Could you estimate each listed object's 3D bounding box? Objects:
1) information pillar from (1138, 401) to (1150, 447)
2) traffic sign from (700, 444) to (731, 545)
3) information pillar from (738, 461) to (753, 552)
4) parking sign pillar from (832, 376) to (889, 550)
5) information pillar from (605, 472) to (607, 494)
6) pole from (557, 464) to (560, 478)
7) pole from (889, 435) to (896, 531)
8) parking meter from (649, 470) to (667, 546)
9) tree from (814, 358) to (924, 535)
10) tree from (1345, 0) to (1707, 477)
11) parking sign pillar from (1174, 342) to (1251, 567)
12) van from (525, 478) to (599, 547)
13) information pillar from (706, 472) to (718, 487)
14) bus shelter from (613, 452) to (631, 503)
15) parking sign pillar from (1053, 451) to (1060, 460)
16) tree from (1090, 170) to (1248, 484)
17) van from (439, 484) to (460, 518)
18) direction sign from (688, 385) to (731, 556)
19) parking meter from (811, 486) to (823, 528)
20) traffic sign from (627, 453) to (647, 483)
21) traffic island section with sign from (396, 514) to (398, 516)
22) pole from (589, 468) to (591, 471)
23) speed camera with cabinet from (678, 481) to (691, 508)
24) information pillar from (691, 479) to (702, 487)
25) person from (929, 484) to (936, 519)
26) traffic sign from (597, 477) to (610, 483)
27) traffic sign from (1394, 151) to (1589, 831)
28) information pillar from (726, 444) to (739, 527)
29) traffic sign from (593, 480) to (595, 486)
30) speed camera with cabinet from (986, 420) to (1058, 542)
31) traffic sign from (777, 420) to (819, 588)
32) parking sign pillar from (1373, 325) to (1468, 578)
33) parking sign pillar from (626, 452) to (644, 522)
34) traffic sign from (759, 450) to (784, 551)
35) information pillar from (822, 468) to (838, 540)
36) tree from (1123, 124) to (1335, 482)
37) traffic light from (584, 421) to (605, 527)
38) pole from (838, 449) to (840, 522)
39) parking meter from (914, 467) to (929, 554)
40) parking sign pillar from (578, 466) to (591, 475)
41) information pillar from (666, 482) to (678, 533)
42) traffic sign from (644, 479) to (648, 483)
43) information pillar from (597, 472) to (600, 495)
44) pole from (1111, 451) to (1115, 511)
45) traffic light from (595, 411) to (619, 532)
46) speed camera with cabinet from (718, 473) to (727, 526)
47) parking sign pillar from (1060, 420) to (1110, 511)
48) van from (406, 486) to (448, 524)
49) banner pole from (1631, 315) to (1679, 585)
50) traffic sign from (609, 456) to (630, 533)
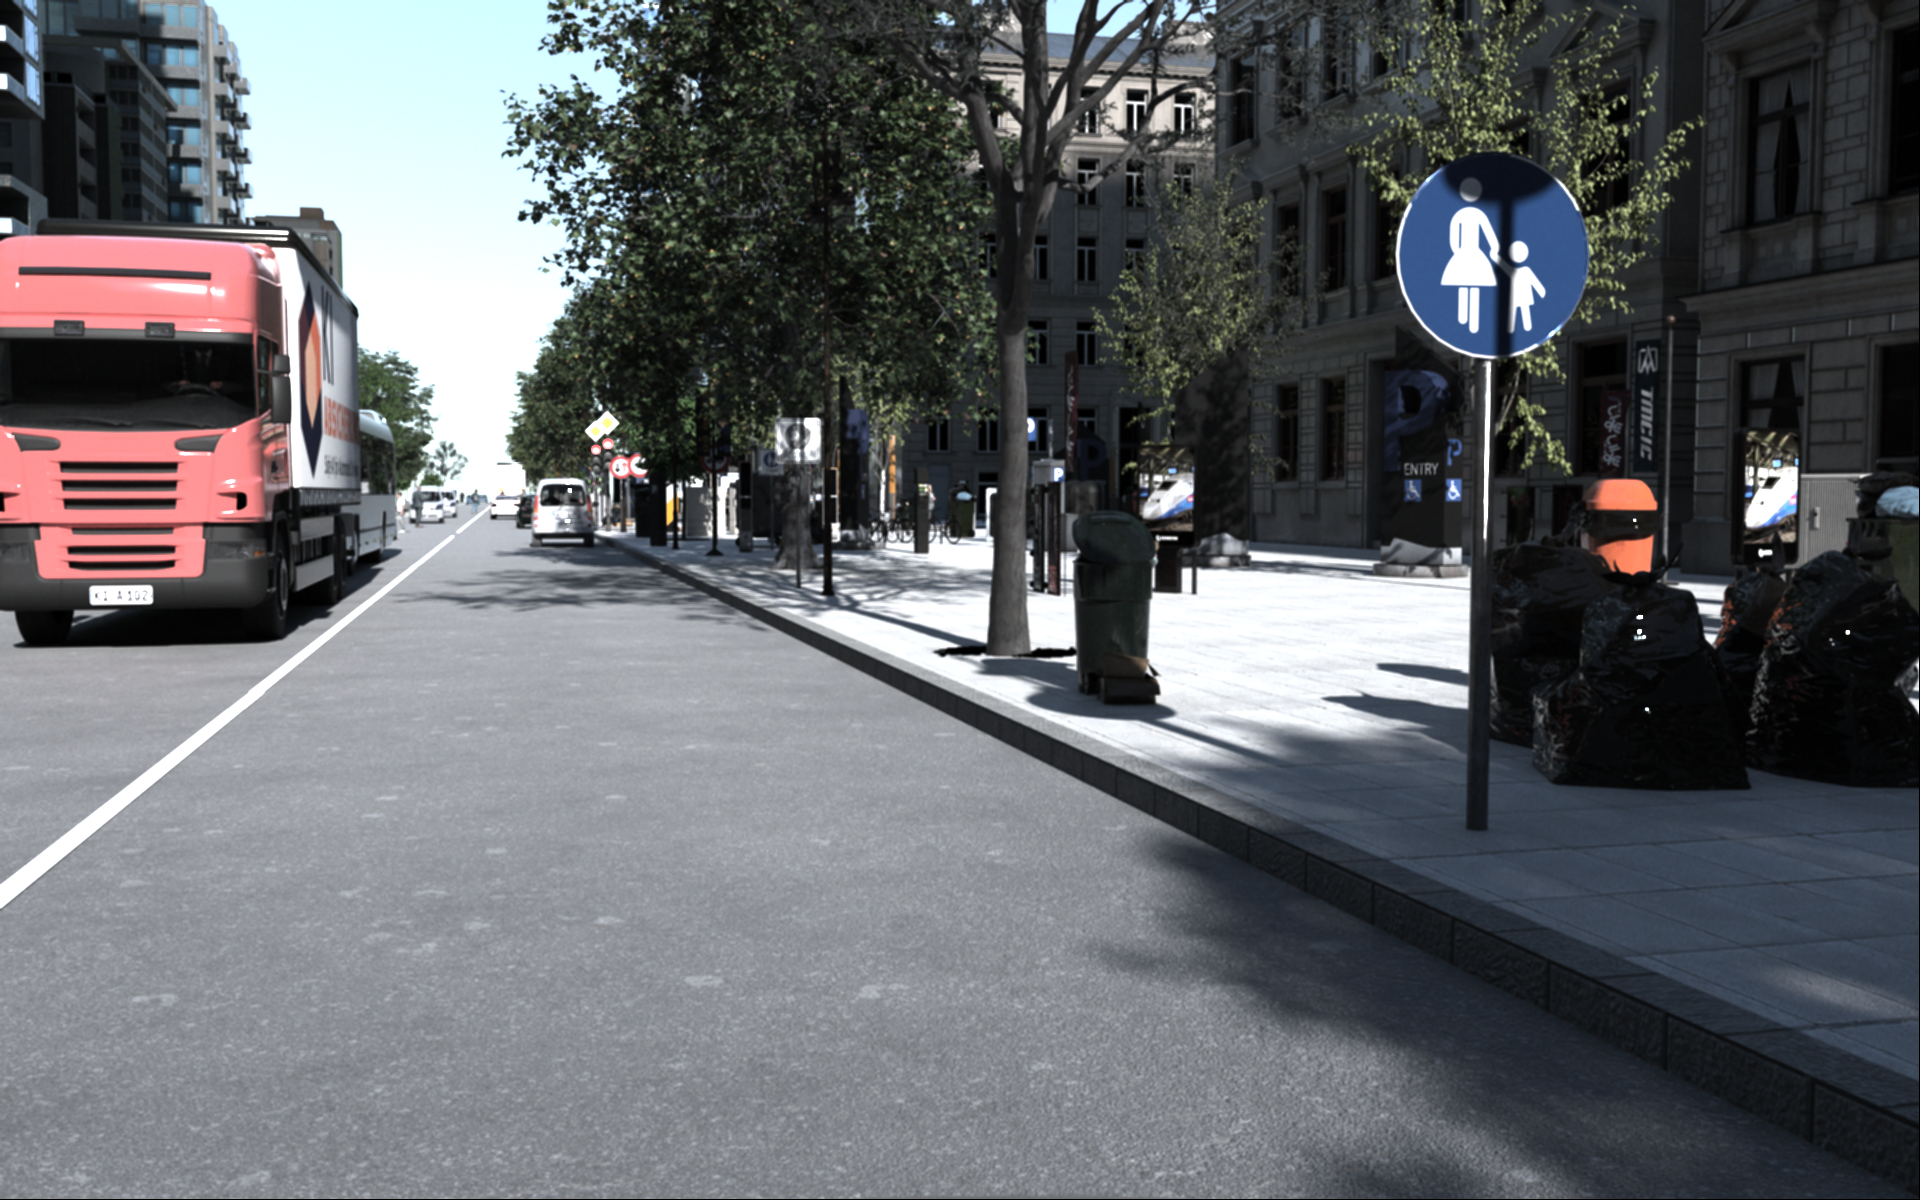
[{"bbox_3d":[4.654,-3.220,44.002,0.183,3.616,0.504,2,4,35],"label":"information pillar"},{"bbox_3d":[-6.179,-2.672,43.789,0.768,2.556,0.104,-1,4,-9],"label":"traffic sign"},{"bbox_3d":[-4.742,-2.072,38.363,0.304,2.012,0.304,0,4,-6],"label":"information pillar"},{"bbox_3d":[-2.443,-3.162,40.168,1.447,3.967,1.447,1,4,9],"label":"parking sign pillar"},{"bbox_3d":[-15.423,-5.158,75.689,0.183,3.616,0.504,-1,4,-19],"label":"information pillar"},{"bbox_3d":[-26.460,-7.365,114.253,0.158,3.312,0.155,0,3,0],"label":"pole"},{"bbox_3d":[-2.334,-4.033,59.790,0.158,3.312,0.155,0,3,0],"label":"pole"},{"bbox_3d":[-7.450,-2.264,42.719,0.399,1.863,0.255,2,4,35],"label":"parking meter"},{"bbox_3d":[-2.450,-6.379,54.653,4.737,8.622,4.395,0,3,0],"label":"tree"},{"bbox_3d":[7.089,-4.425,22.712,4.737,8.622,4.395,0,3,0],"label":"tree"},{"bbox_3d":[4.513,-2.605,31.066,1.447,3.967,1.447,1,4,16],"label":"parking sign pillar"},{"bbox_3d":[-11.000,-2.503,47.941,2.013,2.044,4.112,-1,4,-13],"label":"van"},{"bbox_3d":[-8.306,-3.280,58.112,0.304,2.012,0.304,-3,4,-38],"label":"information pillar"},{"bbox_3d":[-19.262,-6.636,99.785,1.731,3.624,6.357,-1,4,-15],"label":"bus shelter"},{"bbox_3d":[4.986,-5.646,80.783,1.447,3.967,1.447,0,4,-3],"label":"parking sign pillar"},{"bbox_3d":[5.284,-5.470,39.797,4.737,8.622,4.395,0,3,0],"label":"tree"},{"bbox_3d":[-31.812,-6.086,106.524,2.013,2.044,4.112,-1,4,-16],"label":"van"},{"bbox_3d":[-5.130,-2.696,36.083,0.876,3.537,0.379,-3,5,-45],"label":"direction sign"},{"bbox_3d":[-4.195,-2.600,50.920,0.372,1.533,0.369,0,3,0],"label":"parking meter"},{"bbox_3d":[-9.965,-3.293,53.952,0.768,2.556,0.104,0,4,-6],"label":"traffic sign"},{"bbox_3d":[-37.365,-6.333,112.165,1.989,1.847,2.006,-1,4,-15],"label":"traffic island section with sign"},{"bbox_3d":[-27.641,-8.298,129.511,0.158,3.312,0.155,0,3,0],"label":"pole"},{"bbox_3d":[-21.837,-8.640,135.594,0.660,3.252,2.038,0,4,6],"label":"speed camera with cabinet"},{"bbox_3d":[-19.479,-8.339,127.702,0.504,3.616,0.183,3,5,43],"label":"information pillar"},{"bbox_3d":[-1.078,-3.428,64.732,0.526,1.800,0.537,3,5,40],"label":"person"},{"bbox_3d":[-21.245,-6.303,103.165,0.768,2.556,0.104,-1,4,-14],"label":"traffic sign"},{"bbox_3d":[1.981,-0.395,6.559,0.768,2.556,0.104,-1,4,-9],"label":"traffic sign"},{"bbox_3d":[-8.921,-4.684,67.932,0.504,3.616,0.183,-2,4,-33],"label":"information pillar"},{"bbox_3d":[-29.827,-8.552,139.936,0.768,2.556,0.104,-1,4,-8],"label":"traffic sign"},{"bbox_3d":[1.716,-3.177,46.285,2.038,3.252,0.660,2,4,26],"label":"speed camera with cabinet"},{"bbox_3d":[-2.193,-1.304,23.456,0.606,2.300,0.079,-1,4,-10],"label":"traffic sign"},{"bbox_3d":[7.218,-2.359,27.042,1.447,3.967,1.447,-2,4,-33],"label":"parking sign pillar"},{"bbox_3d":[-14.682,-5.555,79.302,1.447,3.967,1.447,-1,4,-12],"label":"parking sign pillar"},{"bbox_3d":[-4.264,-2.271,39.267,0.606,2.300,0.079,0,4,-5],"label":"traffic sign"},{"bbox_3d":[-3.658,-2.711,48.811,0.304,2.012,0.304,3,5,42],"label":"information pillar"},{"bbox_3d":[5.062,-5.157,34.683,4.360,8.622,3.978,0,3,0],"label":"tree"},{"bbox_3d":[-14.015,-4.751,66.604,0.839,4.253,0.868,-1,4,-15],"label":"traffic light"},{"bbox_3d":[-5.424,-5.167,78.323,0.158,3.312,0.155,0,3,0],"label":"pole"},{"bbox_3d":[-0.830,-1.934,37.331,0.255,1.863,0.399,-1,4,-14],"label":"parking meter"},{"bbox_3d":[-27.205,-8.386,125.579,1.447,3.967,1.447,1,4,14],"label":"parking sign pillar"},{"bbox_3d":[-9.592,-4.045,57.486,0.504,3.616,0.183,2,4,25],"label":"information pillar"},{"bbox_3d":[-19.753,-6.661,109.008,0.768,2.556,0.104,0,4,-7],"label":"traffic sign"},{"bbox_3d":[-24.722,-7.766,118.321,0.504,3.616,0.183,0,4,6],"label":"information pillar"},{"bbox_3d":[7.221,-5.375,81.718,0.158,3.312,0.155,0,3,0],"label":"pole"},{"bbox_3d":[-11.990,-4.279,58.879,0.839,4.253,0.868,-1,4,-15],"label":"traffic light"},{"bbox_3d":[-9.603,-4.600,69.553,0.660,3.252,2.038,-2,4,-26],"label":"speed camera with cabinet"},{"bbox_3d":[4.594,-4.423,60.796,1.447,3.967,1.447,-2,4,-27],"label":"parking sign pillar"},{"bbox_3d":[-26.398,-4.815,85.736,2.013,2.044,4.112,-1,4,-16],"label":"van"},{"bbox_3d":[9.860,-2.114,24.585,0.401,3.779,0.863,-2,4,-24],"label":"banner pole"},{"bbox_3d":[-11.265,-3.516,57.593,0.768,2.556,0.104,-1,4,-14],"label":"traffic sign"}]
